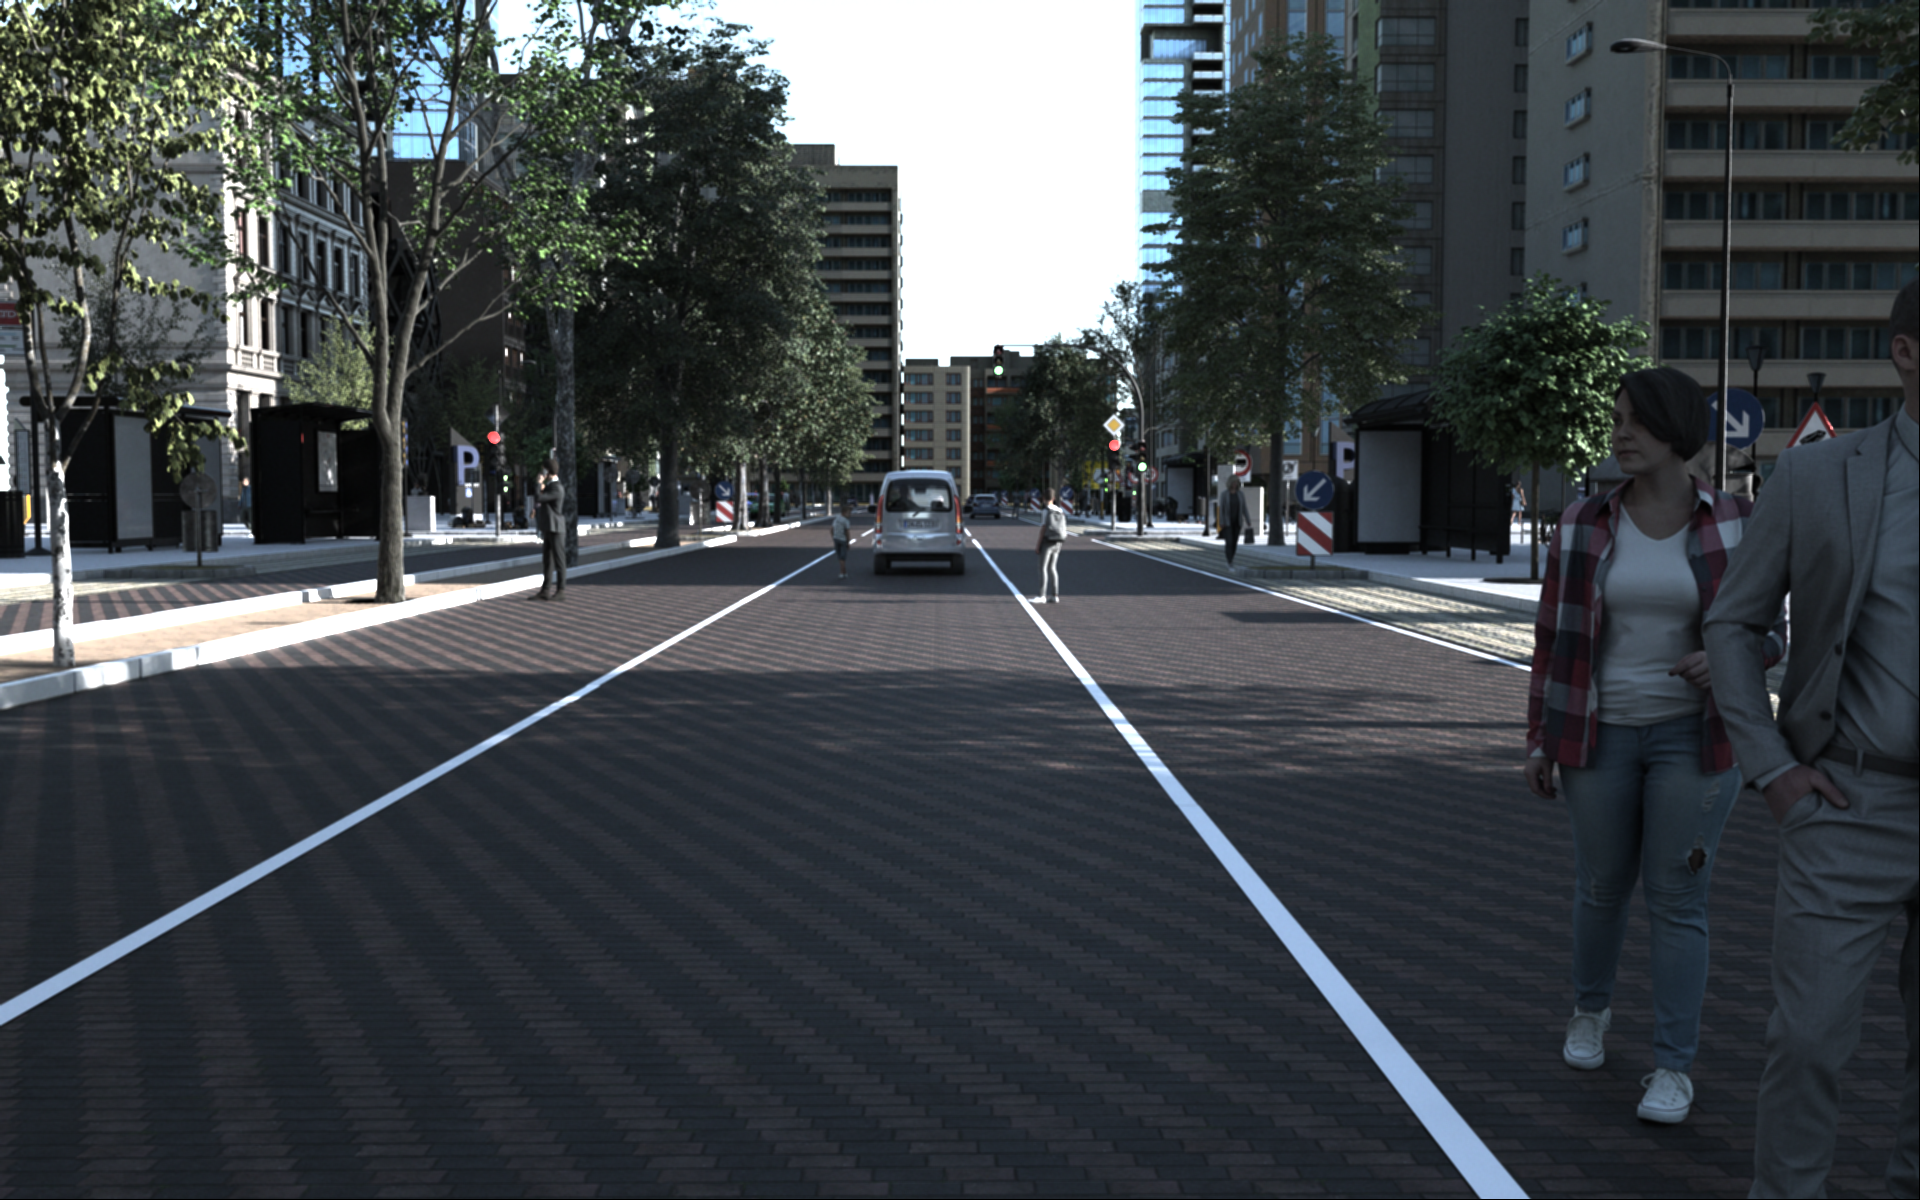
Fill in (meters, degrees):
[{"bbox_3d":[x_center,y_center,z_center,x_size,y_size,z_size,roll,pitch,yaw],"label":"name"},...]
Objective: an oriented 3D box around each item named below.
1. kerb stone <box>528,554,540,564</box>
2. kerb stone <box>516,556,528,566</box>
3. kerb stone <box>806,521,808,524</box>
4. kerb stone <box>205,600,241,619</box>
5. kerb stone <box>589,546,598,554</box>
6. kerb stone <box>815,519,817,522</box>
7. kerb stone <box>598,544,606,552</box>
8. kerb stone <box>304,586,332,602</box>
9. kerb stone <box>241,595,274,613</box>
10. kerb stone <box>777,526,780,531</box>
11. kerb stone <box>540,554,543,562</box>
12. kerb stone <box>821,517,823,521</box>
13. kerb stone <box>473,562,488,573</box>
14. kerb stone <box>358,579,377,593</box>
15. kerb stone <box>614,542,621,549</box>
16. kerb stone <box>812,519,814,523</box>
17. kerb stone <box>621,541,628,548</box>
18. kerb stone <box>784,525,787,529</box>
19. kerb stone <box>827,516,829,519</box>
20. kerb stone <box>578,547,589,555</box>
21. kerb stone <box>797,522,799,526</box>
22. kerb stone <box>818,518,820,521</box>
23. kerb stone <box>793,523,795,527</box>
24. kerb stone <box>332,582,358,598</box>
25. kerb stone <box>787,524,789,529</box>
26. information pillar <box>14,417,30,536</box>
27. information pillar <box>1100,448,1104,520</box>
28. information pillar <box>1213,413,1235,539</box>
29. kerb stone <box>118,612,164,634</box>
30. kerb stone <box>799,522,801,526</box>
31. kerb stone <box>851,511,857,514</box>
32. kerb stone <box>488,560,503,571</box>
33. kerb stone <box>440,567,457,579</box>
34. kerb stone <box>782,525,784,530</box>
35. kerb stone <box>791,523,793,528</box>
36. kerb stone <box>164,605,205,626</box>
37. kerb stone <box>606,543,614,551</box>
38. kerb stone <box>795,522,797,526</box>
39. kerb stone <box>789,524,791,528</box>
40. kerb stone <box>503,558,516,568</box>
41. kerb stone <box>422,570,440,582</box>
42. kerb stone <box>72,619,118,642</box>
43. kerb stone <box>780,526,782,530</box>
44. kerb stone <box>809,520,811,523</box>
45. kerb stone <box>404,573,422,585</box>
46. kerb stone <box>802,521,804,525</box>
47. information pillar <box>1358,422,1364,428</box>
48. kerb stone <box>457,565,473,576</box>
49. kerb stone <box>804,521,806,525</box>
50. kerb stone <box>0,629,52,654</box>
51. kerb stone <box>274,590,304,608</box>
[{"bbox_3d":[-8.846,-0.814,35.507,0.120,0.150,1.000,0,4,-1],"label":"kerb stone"},{"bbox_3d":[-8.820,-0.751,34.476,0.120,0.150,1.000,0,4,-1],"label":"kerb stone"},{"bbox_3d":[-7.348,-3.607,81.164,0.120,0.150,1.000,0,4,-1],"label":"kerb stone"},{"bbox_3d":[-8.644,0.127,20.111,0.120,0.150,1.000,0,4,-1],"label":"kerb stone"},{"bbox_3d":[-8.925,-1.189,41.640,0.120,0.150,1.000,0,4,-1],"label":"kerb stone"},{"bbox_3d":[-7.428,-3.983,87.312,0.120,0.150,1.000,0,4,-1],"label":"kerb stone"},{"bbox_3d":[-8.935,-1.252,42.662,0.120,0.150,1.000,0,4,-1],"label":"kerb stone"},{"bbox_3d":[-8.678,-0.061,23.192,0.120,0.150,1.000,0,4,-1],"label":"kerb stone"},{"bbox_3d":[-8.657,0.067,21.133,0.120,0.150,1.000,0,4,-1],"label":"kerb stone"},{"bbox_3d":[-7.158,-2.728,66.798,0.120,0.150,1.000,0,4,-1],"label":"kerb stone"},{"bbox_3d":[-8.864,-0.877,36.529,0.120,0.150,1.000,0,4,-1],"label":"kerb stone"},{"bbox_3d":[-7.483,-4.233,91.428,0.120,0.150,1.000,0,4,-1],"label":"kerb stone"},{"bbox_3d":[-8.785,-0.562,31.395,0.120,0.150,1.000,0,4,-1],"label":"kerb stone"},{"bbox_3d":[-8.707,-0.186,25.243,0.120,0.150,1.000,0,4,-1],"label":"kerb stone"},{"bbox_3d":[-8.971,-1.377,44.708,0.120,0.150,1.000,0,4,-1],"label":"kerb stone"},{"bbox_3d":[-7.405,-3.856,85.253,0.120,0.150,1.000,0,4,-1],"label":"kerb stone"},{"bbox_3d":[-8.981,-1.432,45.730,0.120,0.150,1.000,0,4,-1],"label":"kerb stone"},{"bbox_3d":[-7.199,-2.916,69.879,0.120,0.150,1.000,0,4,-1],"label":"kerb stone"},{"bbox_3d":[-7.560,-4.547,96.540,0.120,0.150,1.000,0,4,-1],"label":"kerb stone"},{"bbox_3d":[-8.912,-1.127,40.618,0.120,0.150,1.000,0,4,-1],"label":"kerb stone"},{"bbox_3d":[-7.282,-3.292,76.027,0.120,0.150,1.000,0,4,-1],"label":"kerb stone"},{"bbox_3d":[-7.462,-4.108,89.361,0.120,0.150,1.000,0,4,-1],"label":"kerb stone"},{"bbox_3d":[-7.246,-3.167,73.983,0.120,0.150,1.000,0,4,-1],"label":"kerb stone"},{"bbox_3d":[-8.687,-0.124,24.216,0.120,0.150,1.000,0,4,-1],"label":"kerb stone"},{"bbox_3d":[-7.209,-2.979,70.908,0.120,0.150,1.000,0,4,-1],"label":"kerb stone"},{"bbox_3d":[-28.611,-3.760,52.828,0.504,3.616,0.183,2,4,24],"label":"information pillar"},{"bbox_3d":[7.201,-5.874,87.401,0.183,3.616,0.504,1,4,12],"label":"information pillar"},{"bbox_3d":[7.503,-3.523,48.950,0.504,3.616,0.183,1,4,22],"label":"information pillar"},{"bbox_3d":[-8.612,0.261,18.061,0.120,0.150,1.000,0,4,-1],"label":"kerb stone"},{"bbox_3d":[-7.294,-3.355,77.049,0.120,0.150,1.000,0,4,-1],"label":"kerb stone"},{"bbox_3d":[-8.028,-6.740,132.398,0.120,0.150,1.000,0,4,-1],"label":"kerb stone"},{"bbox_3d":[-8.798,-0.625,32.419,0.120,0.150,1.000,0,4,-1],"label":"kerb stone"},{"bbox_3d":[-8.762,-0.437,29.347,0.120,0.150,1.000,0,4,-1],"label":"kerb stone"},{"bbox_3d":[-7.192,-2.850,68.852,0.120,0.150,1.000,0,4,-1],"label":"kerb stone"},{"bbox_3d":[-7.239,-3.105,72.960,0.120,0.150,1.000,0,4,-1],"label":"kerb stone"},{"bbox_3d":[-8.628,0.190,19.089,0.120,0.150,1.000,0,4,-1],"label":"kerb stone"},{"bbox_3d":[-8.957,-1.314,43.683,0.120,0.150,1.000,0,4,-1],"label":"kerb stone"},{"bbox_3d":[-7.264,-3.230,75.005,0.120,0.150,1.000,0,4,-1],"label":"kerb stone"},{"bbox_3d":[-7.230,-3.039,71.934,0.120,0.150,1.000,0,4,-1],"label":"kerb stone"},{"bbox_3d":[-8.813,-0.682,33.448,0.120,0.150,1.000,0,4,-1],"label":"kerb stone"},{"bbox_3d":[-8.748,-0.374,28.318,0.120,0.150,1.000,0,4,-1],"label":"kerb stone"},{"bbox_3d":[-8.601,0.316,17.031,0.120,0.150,1.000,0,4,-1],"label":"kerb stone"},{"bbox_3d":[-7.176,-2.787,67.824,0.120,0.150,1.000,0,4,-1],"label":"kerb stone"},{"bbox_3d":[-7.369,-3.730,83.209,0.120,0.150,1.000,0,4,-1],"label":"kerb stone"},{"bbox_3d":[-8.732,-0.307,27.289,0.120,0.150,1.000,0,4,-1],"label":"kerb stone"},{"bbox_3d":[-7.322,-3.481,79.115,0.120,0.150,1.000,0,4,-1],"label":"kerb stone"},{"bbox_3d":[11.595,-3.578,49.849,0.183,3.616,0.504,3,5,42],"label":"information pillar"},{"bbox_3d":[-8.776,-0.500,30.373,0.120,0.150,1.000,0,4,-1],"label":"kerb stone"},{"bbox_3d":[-7.336,-3.542,80.142,0.120,0.150,1.000,0,4,-1],"label":"kerb stone"},{"bbox_3d":[-8.582,0.382,16.005,0.120,0.150,1.000,0,4,-1],"label":"kerb stone"},{"bbox_3d":[-8.663,0.002,22.155,0.120,0.150,1.000,0,4,-1],"label":"kerb stone"}]
